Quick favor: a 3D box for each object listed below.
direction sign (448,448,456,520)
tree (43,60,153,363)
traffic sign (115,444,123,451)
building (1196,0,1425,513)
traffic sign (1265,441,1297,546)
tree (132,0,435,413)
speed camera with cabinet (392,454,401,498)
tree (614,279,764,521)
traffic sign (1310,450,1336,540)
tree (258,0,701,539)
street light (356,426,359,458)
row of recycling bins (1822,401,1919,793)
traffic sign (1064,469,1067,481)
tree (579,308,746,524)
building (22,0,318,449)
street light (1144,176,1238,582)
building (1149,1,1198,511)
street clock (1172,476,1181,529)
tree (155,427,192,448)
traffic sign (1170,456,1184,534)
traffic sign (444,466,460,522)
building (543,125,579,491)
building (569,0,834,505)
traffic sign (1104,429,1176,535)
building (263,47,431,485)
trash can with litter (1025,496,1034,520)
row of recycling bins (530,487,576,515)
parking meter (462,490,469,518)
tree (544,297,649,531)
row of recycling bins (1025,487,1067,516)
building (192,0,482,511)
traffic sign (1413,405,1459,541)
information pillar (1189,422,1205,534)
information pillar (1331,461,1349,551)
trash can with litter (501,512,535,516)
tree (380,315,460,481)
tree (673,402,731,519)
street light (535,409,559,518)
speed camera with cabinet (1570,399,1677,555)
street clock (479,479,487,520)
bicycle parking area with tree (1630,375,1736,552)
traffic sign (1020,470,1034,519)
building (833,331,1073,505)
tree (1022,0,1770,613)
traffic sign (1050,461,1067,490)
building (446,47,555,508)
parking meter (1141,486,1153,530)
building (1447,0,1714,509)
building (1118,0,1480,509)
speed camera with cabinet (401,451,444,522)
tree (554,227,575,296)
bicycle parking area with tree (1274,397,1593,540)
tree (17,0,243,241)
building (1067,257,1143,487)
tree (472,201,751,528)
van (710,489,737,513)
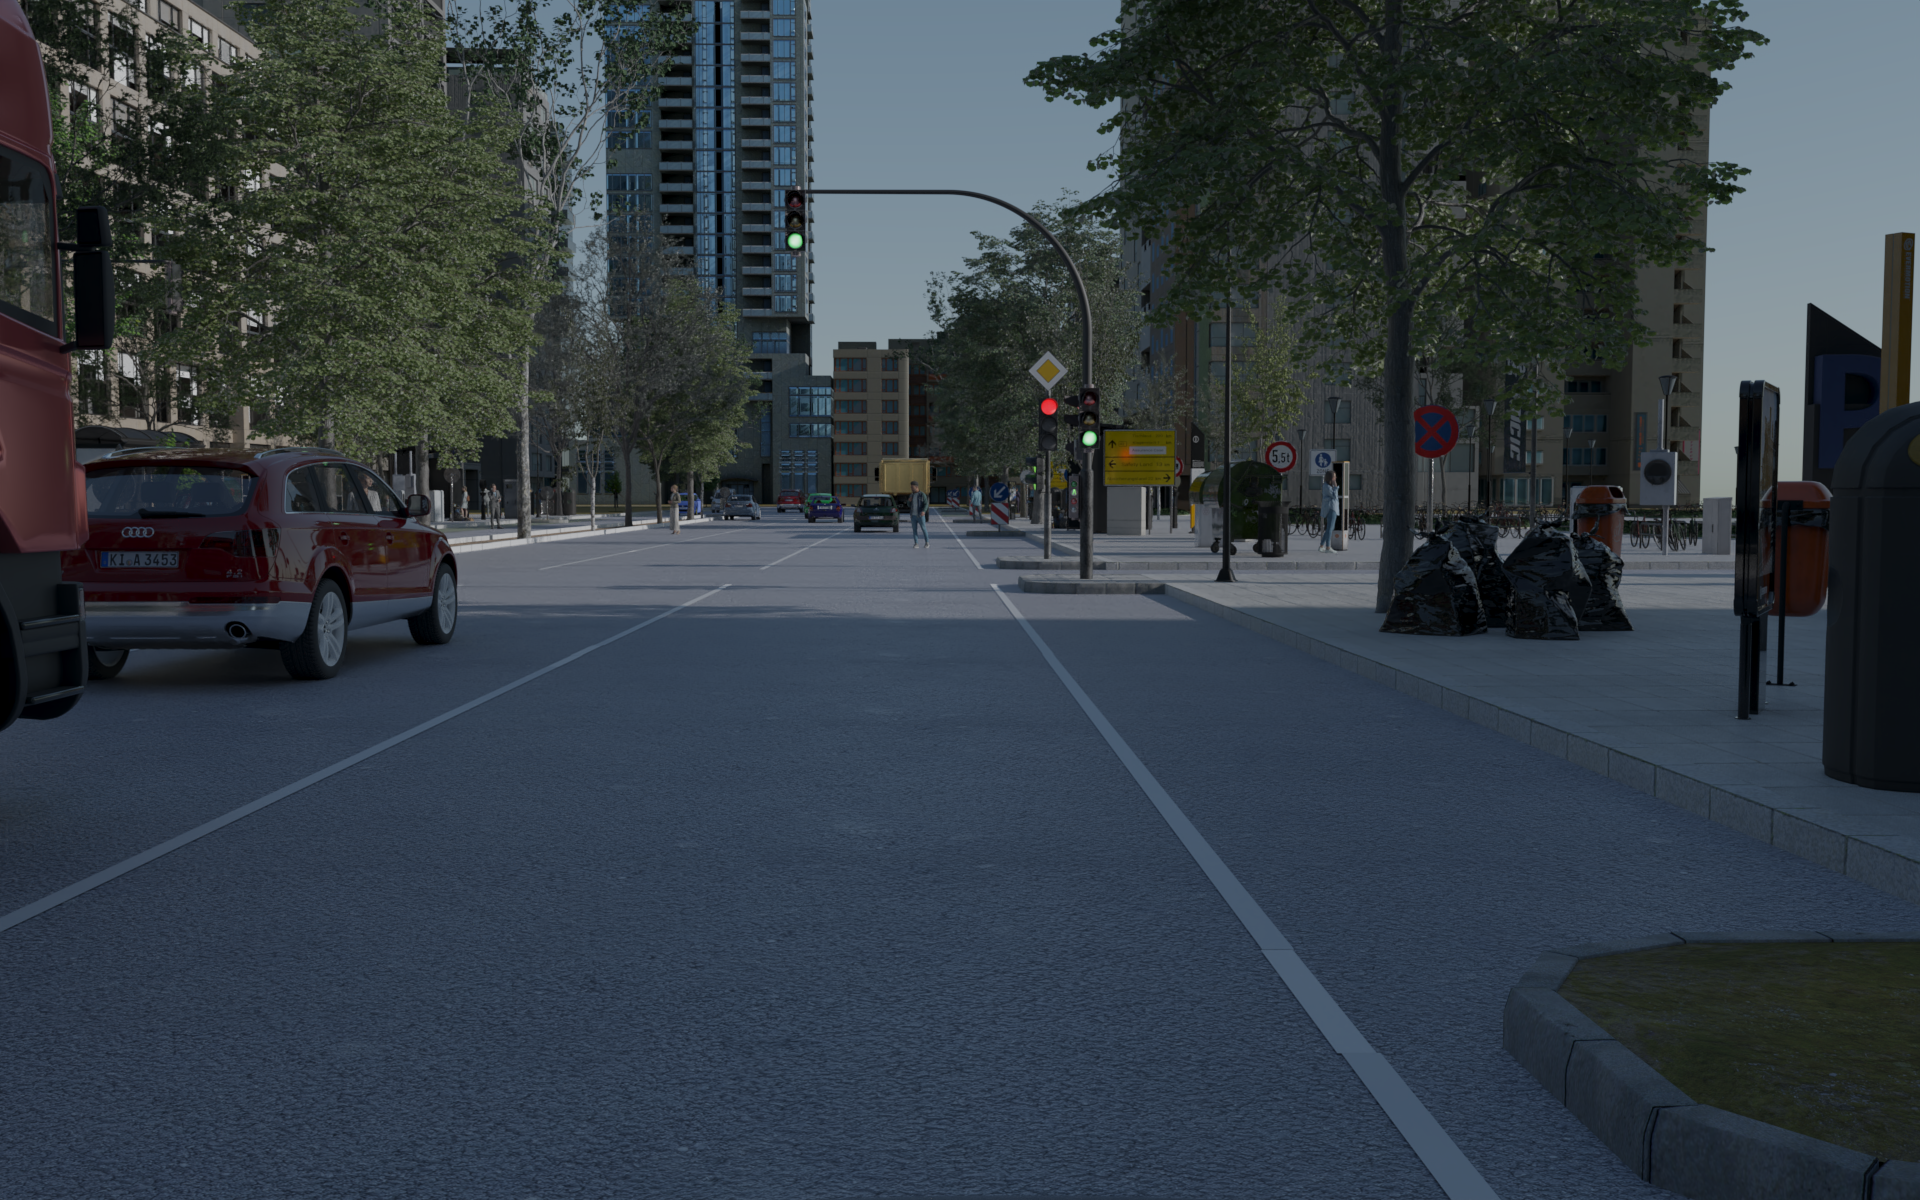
[{"bbox_3d":[-25.053,-5.714,85.427,0.379,3.537,0.876,-3,4,-38],"label":"direction sign"},{"bbox_3d":[-22.419,-6.948,39.350,9.928,11.665,9.643,0,3,0],"label":"tree"},{"bbox_3d":[-21.776,-2.745,44.882,0.884,2.594,0.081,0,4,8],"label":"traffic sign"},{"bbox_3d":[23.442,-26.728,120.604,14.154,41.232,14.086,0,4,-1],"label":"building"},{"bbox_3d":[7.646,-2.522,41.336,0.768,2.556,0.104,0,4,6],"label":"traffic sign"},{"bbox_3d":[-13.199,-7.054,35.921,7.486,12.596,7.792,0,3,0],"label":"tree"},{"bbox_3d":[-26.379,-5.322,81.344,0.660,3.252,2.038,-1,4,-11],"label":"speed camera with cabinet"},{"bbox_3d":[-14.193,-10.394,90.522,7.486,12.596,7.792,0,3,0],"label":"tree"},{"bbox_3d":[8.313,-2.299,39.726,0.606,2.300,0.079,0,4,6],"label":"traffic sign"},{"bbox_3d":[-14.813,-11.977,54.178,12.611,20.169,13.585,0,3,0],"label":"tree"},{"bbox_3d":[-21.760,-5.599,64.084,1.470,5.913,1.316,0,4,-1],"label":"street light"},{"bbox_3d":[5.288,0.018,6.818,1.069,1.692,3.534,-3,5,-45],"label":"row of recycling bins"},{"bbox_3d":[5.167,-4.887,80.009,0.768,2.556,0.104,0,4,2],"label":"traffic sign"},{"bbox_3d":[-14.356,-8.934,82.948,8.767,10.594,7.601,0,4,-1],"label":"tree"},{"bbox_3d":[-46.971,-17.141,84.772,19.350,26.468,34.151,0,4,-1],"label":"building"},{"bbox_3d":[3.360,-3.221,25.207,1.470,5.913,1.316,0,4,-1],"label":"street light"},{"bbox_3d":[22.776,-29.711,135.884,14.600,45.320,14.200,0,4,-1],"label":"building"},{"bbox_3d":[7.991,-3.669,64.554,0.471,2.002,0.358,-3,5,-42],"label":"street clock"},{"bbox_3d":[-22.620,-3.372,49.735,1.663,3.219,1.824,0,3,0],"label":"tree"},{"bbox_3d":[6.866,-3.434,56.254,0.768,2.556,0.104,0,4,4],"label":"traffic sign"},{"bbox_3d":[-23.242,-4.838,79.212,0.768,2.556,0.104,0,4,7],"label":"traffic sign"},{"bbox_3d":[-63.274,-36.518,216.669,30.456,49.044,23.786,0,4,-1],"label":"building"},{"bbox_3d":[-31.217,-55.186,214.966,31.000,86.520,22.319,0,4,-1],"label":"building"},{"bbox_3d":[5.657,-3.711,54.549,2.265,3.308,0.079,0,4,8],"label":"traffic sign"},{"bbox_3d":[-44.603,-21.054,115.940,14.160,30.474,14.107,0,4,-1],"label":"building"},{"bbox_3d":[3.685,-4.518,85.253,0.624,1.170,1.055,2,4,27],"label":"trash can with litter"},{"bbox_3d":[-25.252,-6.068,106.319,3.534,1.692,1.069,1,4,9],"label":"row of recycling bins"},{"bbox_3d":[-26.206,-5.098,91.764,0.372,1.533,0.369,0,3,0],"label":"parking meter"},{"bbox_3d":[-13.643,-6.816,64.268,4.360,8.622,3.978,0,3,0],"label":"tree"},{"bbox_3d":[5.163,-6.075,106.446,1.069,1.692,3.534,3,5,44],"label":"row of recycling bins"},{"bbox_3d":[-48.458,-42.428,131.945,20.563,71.187,20.611,0,4,-1],"label":"building"},{"bbox_3d":[6.724,-1.508,24.766,0.768,2.556,0.104,0,4,5],"label":"traffic sign"},{"bbox_3d":[7.715,-3.975,56.352,0.504,3.616,0.183,-1,4,-23],"label":"information pillar"},{"bbox_3d":[8.577,-2.117,39.102,0.304,2.012,0.304,2,4,34],"label":"information pillar"},{"bbox_3d":[-26.132,-5.556,101.899,2.233,1.210,1.678,-1,4,-19],"label":"trash can with litter"},{"bbox_3d":[-23.790,-8.327,70.551,7.601,10.594,8.767,0,4,6],"label":"tree"},{"bbox_3d":[-14.427,-8.797,96.650,4.360,8.622,3.978,0,3,0],"label":"tree"},{"bbox_3d":[-22.435,-7.442,94.225,1.470,5.913,1.316,0,4,-1],"label":"street light"},{"bbox_3d":[13.924,-2.570,36.354,2.038,3.252,0.660,2,4,26],"label":"speed camera with cabinet"},{"bbox_3d":[-23.645,-4.973,85.876,0.358,2.002,0.471,0,4,2],"label":"street clock"},{"bbox_3d":[19.626,-3.335,41.534,8.231,4.147,9.016,1,4,20],"label":"bicycle parking area with tree"},{"bbox_3d":[3.483,-5.499,90.020,0.768,2.556,0.104,0,4,5],"label":"traffic sign"},{"bbox_3d":[-0.982,-22.984,220.820,28.899,21.520,27.650,0,4,-1],"label":"building"},{"bbox_3d":[4.519,-6.157,18.800,7.486,12.596,7.792,0,3,0],"label":"tree"},{"bbox_3d":[6.111,-6.695,103.332,2.265,3.308,0.079,0,4,3],"label":"traffic sign"},{"bbox_3d":[-45.973,-29.261,162.017,14.086,41.232,14.154,0,4,-1],"label":"building"},{"bbox_3d":[6.722,-3.464,62.346,0.399,1.863,0.255,3,5,39],"label":"parking meter"},{"bbox_3d":[57.304,-32.898,161.587,21.600,48.544,21.300,0,4,-1],"label":"building"},{"bbox_3d":[29.326,-34.750,157.395,28.713,52.752,27.495,0,4,-1],"label":"building"},{"bbox_3d":[-24.647,-5.219,79.673,2.038,3.252,0.660,2,4,33],"label":"speed camera with cabinet"},{"bbox_3d":[-13.832,-7.567,44.299,7.486,12.596,7.792,0,3,0],"label":"tree"},{"bbox_3d":[13.545,-3.977,52.027,8.231,4.147,9.016,0,4,-2],"label":"bicycle parking area with tree"},{"bbox_3d":[-13.140,-5.216,22.151,8.767,10.594,7.601,0,4,-1],"label":"tree"},{"bbox_3d":[20.661,-27.072,214.331,14.107,30.474,14.160,0,4,-1],"label":"building"},{"bbox_3d":[-13.915,-9.759,72.384,12.009,13.543,11.850,0,3,0],"label":"tree"},{"bbox_3d":[-18.031,-7.687,132.685,2.013,2.044,4.112,0,4,-1],"label":"van"}]
